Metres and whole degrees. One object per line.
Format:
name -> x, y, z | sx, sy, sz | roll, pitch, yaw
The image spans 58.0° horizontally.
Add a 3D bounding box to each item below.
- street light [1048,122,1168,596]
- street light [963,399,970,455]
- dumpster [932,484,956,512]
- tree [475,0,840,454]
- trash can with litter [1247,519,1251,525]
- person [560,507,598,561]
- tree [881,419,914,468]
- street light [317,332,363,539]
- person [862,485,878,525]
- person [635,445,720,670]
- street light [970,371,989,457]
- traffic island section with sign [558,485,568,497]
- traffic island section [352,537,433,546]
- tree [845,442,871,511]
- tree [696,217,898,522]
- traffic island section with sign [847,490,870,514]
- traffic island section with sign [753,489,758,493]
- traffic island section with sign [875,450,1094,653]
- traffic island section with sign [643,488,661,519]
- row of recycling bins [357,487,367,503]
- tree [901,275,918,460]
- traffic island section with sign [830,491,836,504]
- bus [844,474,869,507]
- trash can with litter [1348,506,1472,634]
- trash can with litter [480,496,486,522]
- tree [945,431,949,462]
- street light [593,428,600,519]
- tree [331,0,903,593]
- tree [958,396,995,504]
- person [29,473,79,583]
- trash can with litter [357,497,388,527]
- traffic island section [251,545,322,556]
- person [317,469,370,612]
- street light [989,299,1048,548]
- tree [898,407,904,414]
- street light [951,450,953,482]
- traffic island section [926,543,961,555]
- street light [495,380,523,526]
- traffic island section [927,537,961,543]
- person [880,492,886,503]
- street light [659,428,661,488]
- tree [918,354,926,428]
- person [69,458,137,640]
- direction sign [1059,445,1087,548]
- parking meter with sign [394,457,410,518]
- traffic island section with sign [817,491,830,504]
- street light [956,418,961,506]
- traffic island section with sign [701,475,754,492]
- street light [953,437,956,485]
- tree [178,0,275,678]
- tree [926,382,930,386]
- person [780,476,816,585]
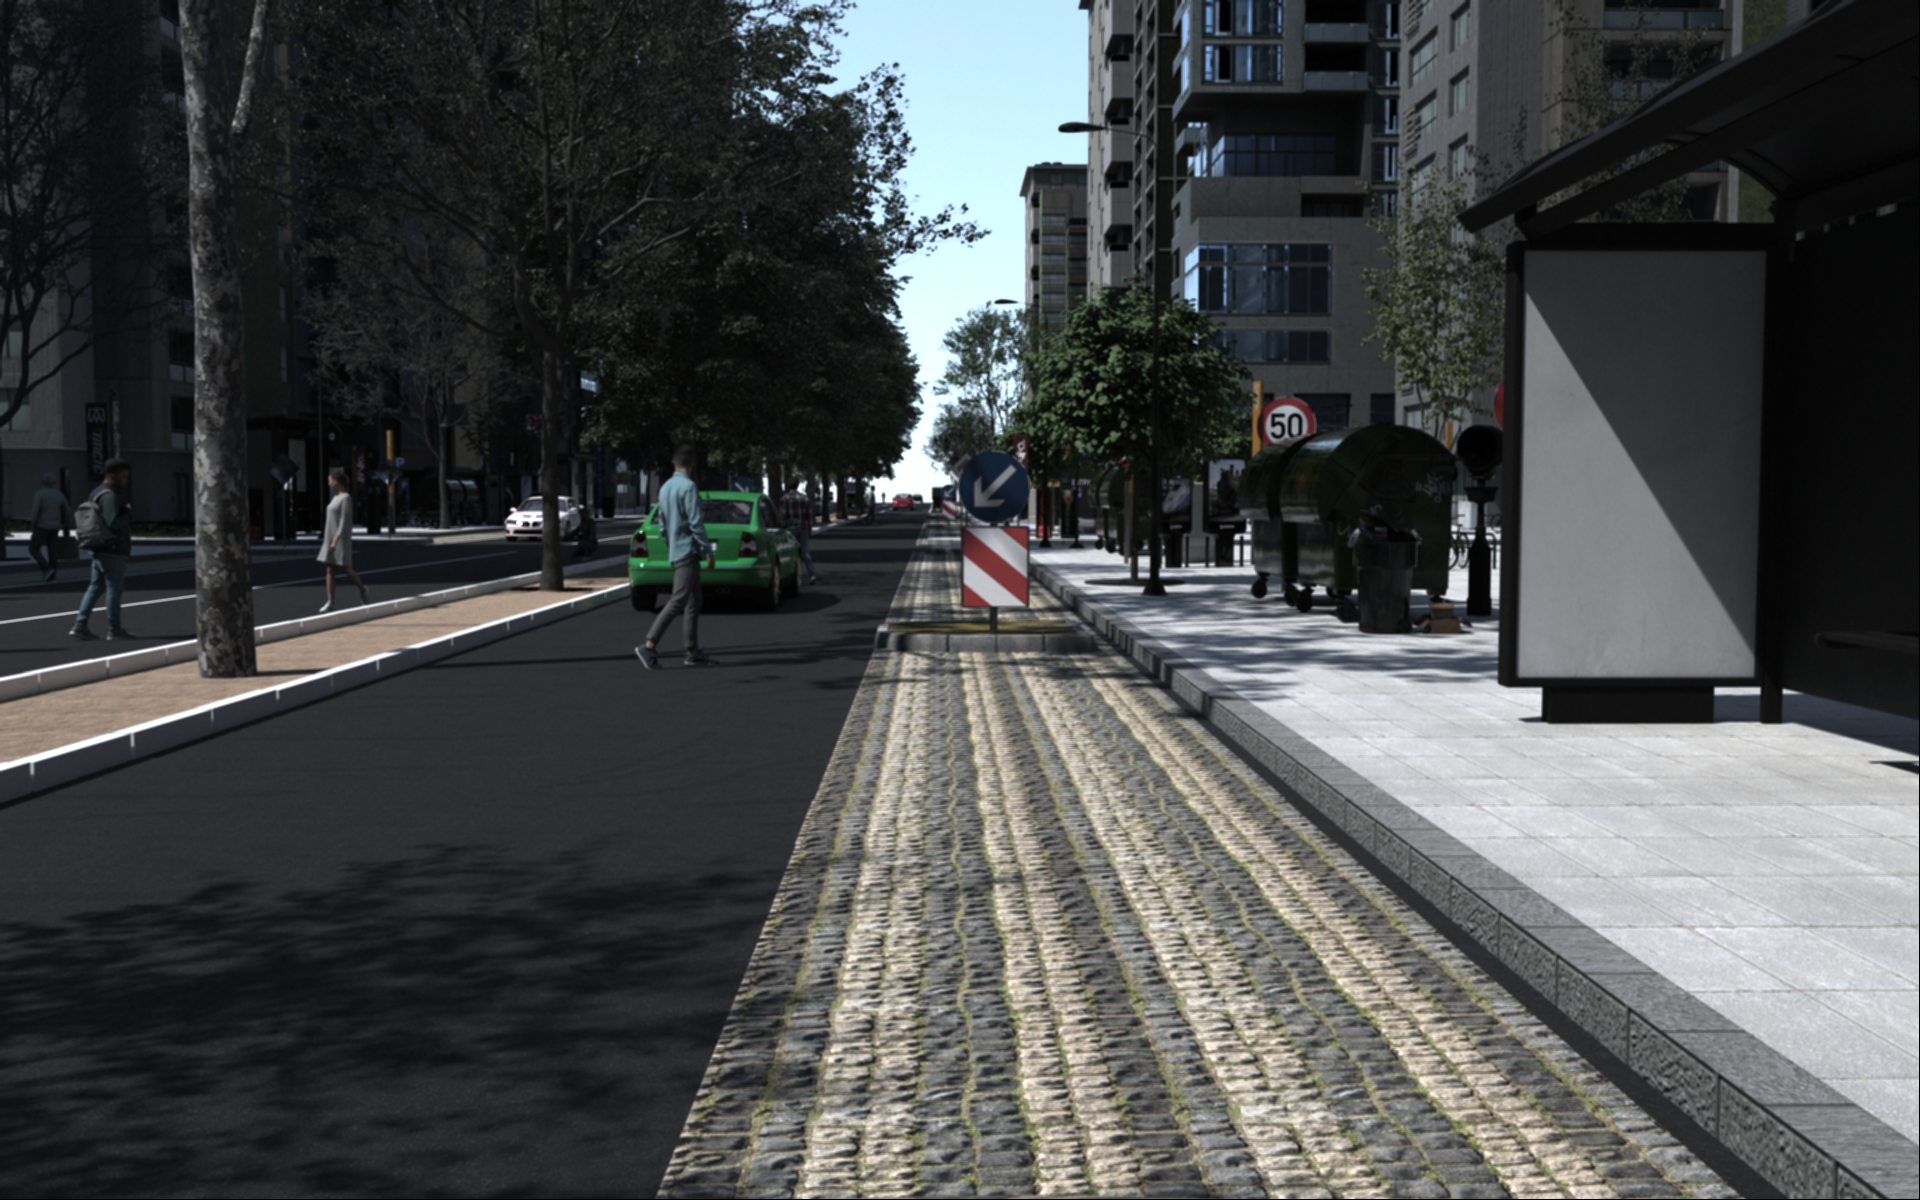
street light -> 1.925, -3.012, 21.792 | 1.470, 5.913, 1.316 | 0, 4, -1
street light -> 1.004, -6.874, 84.925 | 1.470, 5.913, 1.316 | 0, 4, -1
dumpster -> -1.258, -8.101, 137.408 | 1.985, 2.255, 1.502 | 0, 4, -2
tree -> -5.952, -7.859, 37.615 | 9.857, 13.997, 8.962 | 0, 3, 0
trash can with litter -> 11.988, -3.752, 72.736 | 1.055, 1.170, 0.624 | 0, 4, -4
person -> -8.063, -1.416, 37.148 | 0.738, 1.151, 1.012 | -3, 5, -44
tree -> -7.127, -11.213, 120.198 | 8.767, 10.594, 7.601 | 0, 4, -1
street light -> -17.758, -4.715, 49.634 | 1.470, 5.913, 1.316 | 0, 4, -1
person -> -4.208, -4.437, 80.884 | 0.795, 1.843, 0.661 | 0, 4, 3
person -> -2.354, -0.365, 14.337 | 0.748, 1.841, 0.638 | -1, 4, -22
street light -> 1.228, -5.680, 65.416 | 1.470, 5.913, 1.316 | 0, 4, -1
traffic island section with sign -> -16.636, -3.869, 71.885 | 1.989, 1.847, 2.006 | 0, 4, -1
traffic island section -> -16.319, -1.665, 49.505 | 2.009, 0.180, 2.903 | 0, 4, -1
tree -> -6.860, -9.241, 103.907 | 4.360, 8.622, 3.978 | 0, 3, 0
tree -> -6.408, -8.842, 65.147 | 7.486, 12.596, 7.792 | 0, 3, 0
traffic island section with sign -> -7.167, -7.113, 124.432 | 2.006, 1.907, 1.989 | 0, 4, -1
traffic island section with sign -> -17.690, -8.602, 149.273 | 1.989, 1.847, 2.006 | 0, 4, -1
traffic island section with sign -> 0.195, -0.481, 16.498 | 1.989, 1.847, 2.006 | 0, 4, -1
traffic island section with sign -> -17.012, -5.533, 99.087 | 1.989, 1.847, 2.006 | 0, 4, -1
row of recycling bins -> -29.273, -4.471, 80.209 | 3.534, 1.692, 1.069 | -1, 4, -15
tree -> -6.007, -9.006, 56.354 | 9.857, 13.997, 8.962 | 0, 3, 0
traffic island section with sign -> -19.204, -15.316, 259.047 | 1.989, 1.847, 2.006 | 0, 4, -1
bus -> -11.236, -11.858, 185.432 | 2.896, 3.916, 12.252 | 0, 4, -1
trash can with litter -> 4.162, -0.284, 16.039 | 1.055, 1.170, 0.624 | 0, 4, 0
trash can with litter -> -21.957, -4.183, 79.783 | 0.624, 1.170, 1.055 | 0, 4, -5
tree -> 0.904, -12.551, 155.578 | 4.360, 8.622, 3.978 | 0, 3, 0
street light -> -18.384, -7.182, 89.963 | 1.470, 5.913, 1.316 | 0, 4, -1
tree -> -6.063, -6.881, 25.325 | 12.009, 13.543, 11.850 | 0, 3, 0
tree -> 0.137, -18.756, 217.035 | 12.009, 13.543, 11.850 | 0, 3, 0
person -> -14.725, -1.174, 28.174 | 0.515, 1.767, 0.782 | 2, 4, 24
trash can with litter -> -23.101, -3.469, 68.112 | 1.055, 1.170, 0.624 | -3, 5, -44
traffic island section -> -16.209, -1.177, 41.521 | 2.009, 0.180, 2.903 | 0, 4, -1
person -> -7.585, -0.733, 21.235 | 0.466, 1.731, 0.760 | 1, 4, 18
street light -> 1.512, -4.211, 41.391 | 1.470, 5.913, 1.316 | 0, 4, -1
tree -> -6.717, -10.196, 87.288 | 7.486, 12.596, 7.792 | 0, 3, 0
street light -> 0.252, -10.293, 140.825 | 1.470, 5.913, 1.316 | 0, 4, -1
traffic island section -> 0.180, -1.190, 41.740 | 2.009, 0.180, 2.903 | 0, 4, -1
street light -> -17.990, -5.938, 69.633 | 1.470, 5.913, 1.316 | 0, 4, -1
traffic island section -> 0.071, -1.679, 49.725 | 2.009, 0.180, 2.903 | 0, 4, -1
person -> -12.145, -16.271, 274.552 | 1.348, 1.821, 0.705 | 3, 5, 42
street light -> -18.578, -8.433, 110.425 | 1.470, 5.913, 1.316 | 0, 4, -1
tree -> -6.568, -11.431, 96.003 | 9.857, 13.997, 8.962 | 0, 3, 0
person -> -8.346, -0.498, 16.983 | 0.623, 1.781, 0.721 | 2, 4, 34
direction sign -> 2.773, -3.002, 41.078 | 0.876, 3.537, 0.379 | 1, 4, 20
parking meter with sign -> -25.952, -5.165, 80.708 | 0.543, 3.016, 1.738 | -2, 4, -26
traffic island section with sign -> -18.836, -13.668, 232.094 | 1.989, 1.847, 2.006 | 0, 4, -1
street light -> 0.643, -8.067, 104.431 | 1.470, 5.913, 1.316 | 0, 4, -1
traffic island section with sign -> -6.032, -2.065, 41.894 | 2.006, 1.907, 1.989 | 0, 4, -1
street light -> 0.450, -9.260, 123.940 | 1.470, 5.913, 1.316 | 0, 4, -1
tree -> -4.512, -9.405, 12.119 | 12.611, 20.169, 13.585 | 0, 3, 0
tree -> -6.421, -12.345, 110.946 | 9.857, 13.997, 8.962 | 0, 3, 0
person -> -2.585, -1.105, 27.402 | 0.563, 1.720, 0.643 | -2, 4, -30
